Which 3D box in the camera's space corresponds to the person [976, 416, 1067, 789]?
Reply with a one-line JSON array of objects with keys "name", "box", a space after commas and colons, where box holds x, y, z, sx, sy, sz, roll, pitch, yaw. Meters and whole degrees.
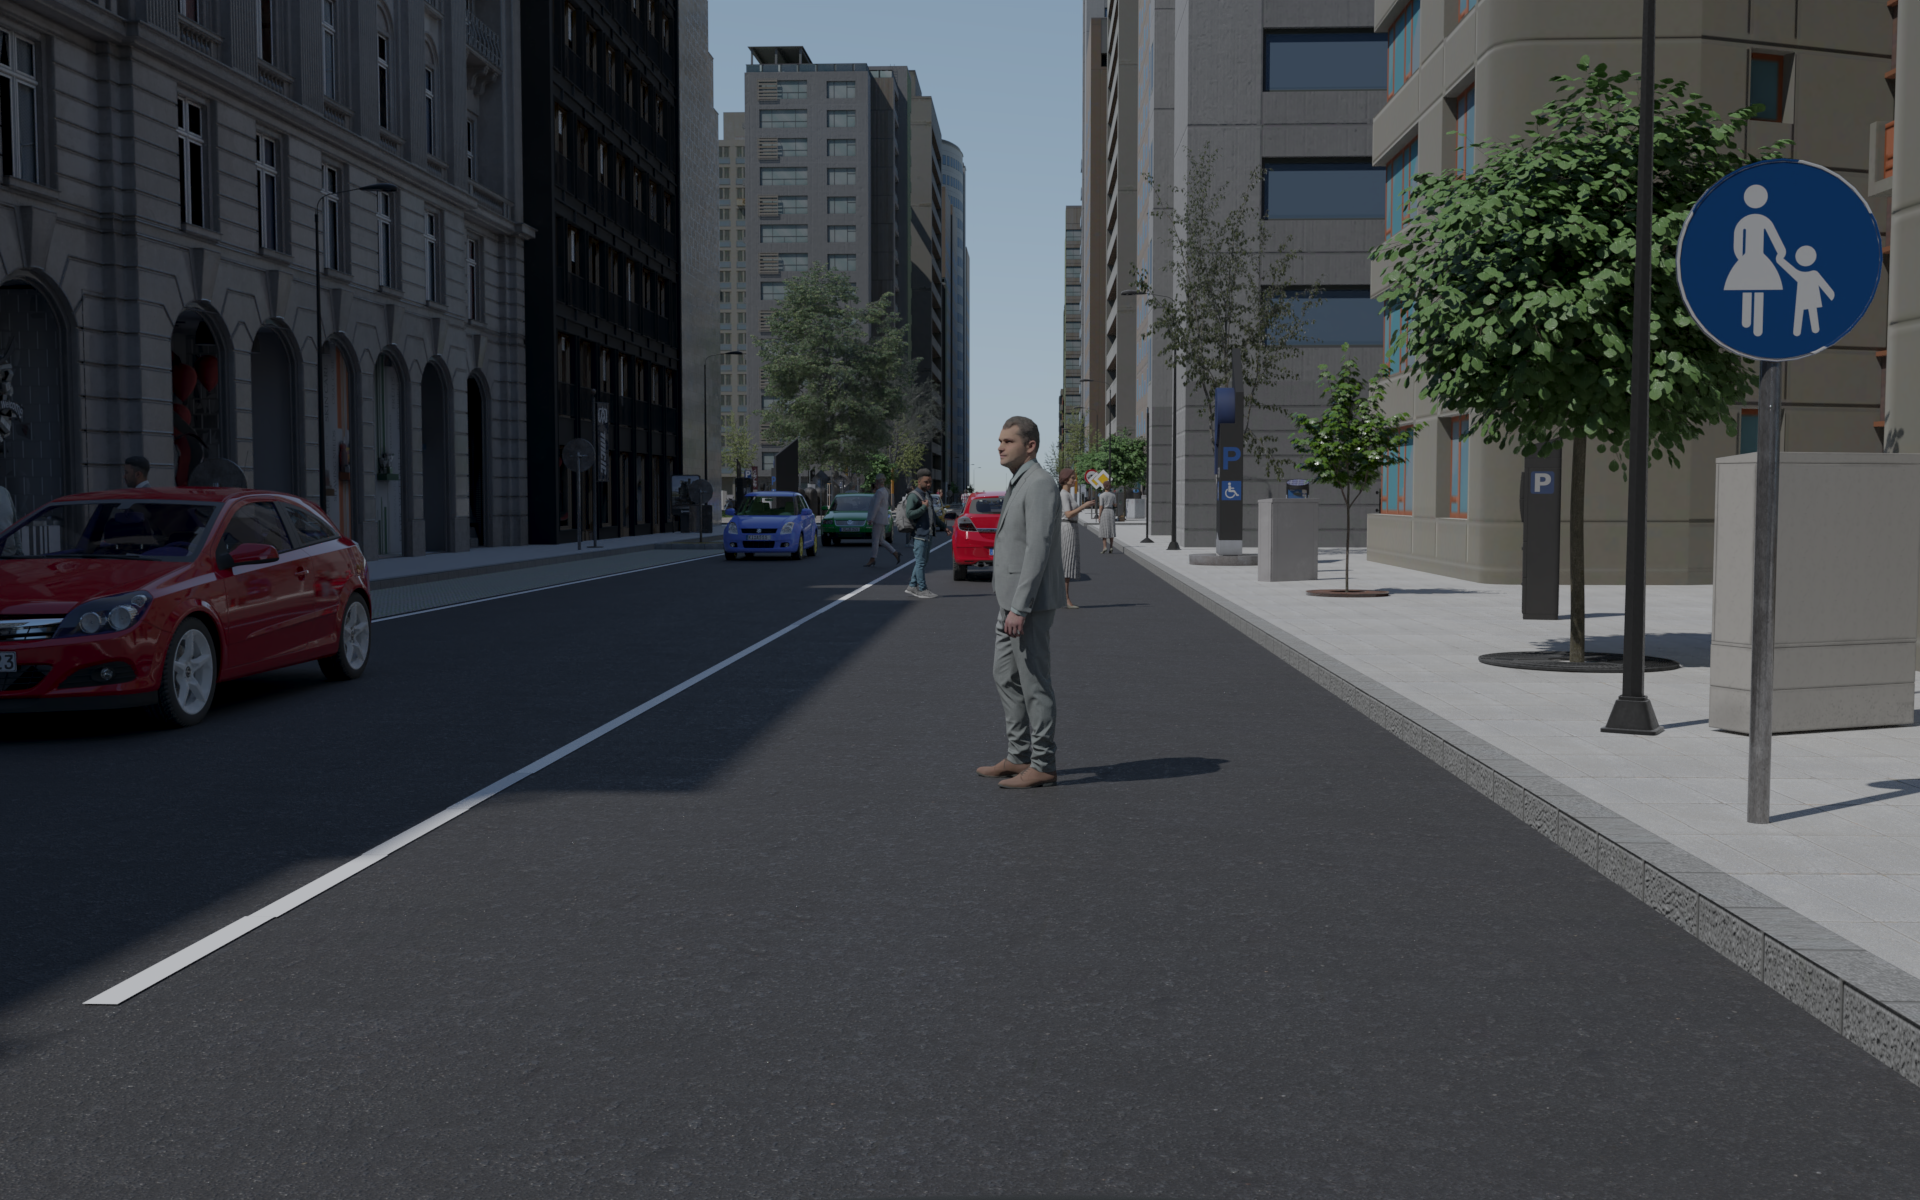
[{"name": "person", "box": [0.330, 0.005, 8.511, 0.391, 1.810, 0.635, -1, 4, -11]}]

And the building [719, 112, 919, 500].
[{"name": "building", "box": [-19.772, -29.884, 180.477, 32.217, 40.220, 23.993, 0, 4, 2]}]

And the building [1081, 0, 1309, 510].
[{"name": "building", "box": [23.316, -39.155, 182.175, 21.231, 58.520, 28.212, 0, 4, 2]}]

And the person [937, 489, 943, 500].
[{"name": "person", "box": [-1.703, -8.475, 147.042, 0.580, 1.828, 0.573, 1, 4, 16]}]

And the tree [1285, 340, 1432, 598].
[{"name": "tree", "box": [4.867, -1.675, 21.982, 1.663, 3.219, 1.824, 0, 3, 0]}]

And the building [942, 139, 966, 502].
[{"name": "building", "box": [-10.106, -45.253, 281.879, 21.231, 58.520, 28.212, 0, 4, 2]}]

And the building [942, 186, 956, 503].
[{"name": "building", "box": [-8.580, -36.399, 245.240, 14.600, 45.320, 14.200, 0, 4, 2]}]

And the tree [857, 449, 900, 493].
[{"name": "tree", "box": [-5.854, -8.191, 117.633, 4.285, 4.588, 4.351, 0, 3, 0]}]

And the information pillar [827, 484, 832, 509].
[{"name": "information pillar", "box": [-9.042, -7.111, 120.760, 0.304, 2.012, 0.304, -2, 4, -34]}]

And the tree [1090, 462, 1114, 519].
[{"name": "tree", "box": [7.421, -5.803, 89.473, 1.663, 3.219, 1.824, 0, 3, 0]}]

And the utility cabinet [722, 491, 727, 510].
[{"name": "utility cabinet", "box": [-15.346, -6.332, 112.202, 0.318, 1.500, 1.173, -1, 4, -19]}]

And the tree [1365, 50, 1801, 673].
[{"name": "tree", "box": [4.753, -1.789, 12.967, 4.285, 4.588, 4.351, 0, 3, 0]}]

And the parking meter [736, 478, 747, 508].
[{"name": "parking meter", "box": [-7.869, -3.470, 62.453, 0.255, 1.863, 0.399, 1, 4, 17]}]

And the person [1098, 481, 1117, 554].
[{"name": "person", "box": [3.536, -2.002, 41.796, 0.480, 1.755, 0.524, -1, 4, -22]}]

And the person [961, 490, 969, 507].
[{"name": "person", "box": [0.360, -6.204, 110.771, 0.563, 1.720, 0.643, 0, 4, 7]}]

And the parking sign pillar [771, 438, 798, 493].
[{"name": "parking sign pillar", "box": [-8.414, -5.793, 83.195, 1.447, 3.967, 1.447, -3, 5, -40]}]

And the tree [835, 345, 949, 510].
[{"name": "tree", "box": [-5.479, -13.976, 138.880, 12.009, 13.543, 11.850, 0, 3, 0]}]

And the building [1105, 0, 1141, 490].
[{"name": "building", "box": [22.850, -31.514, 138.962, 21.300, 48.544, 21.600, 0, 4, 2]}]

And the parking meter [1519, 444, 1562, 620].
[{"name": "parking meter", "box": [5.924, -0.734, 17.704, 0.399, 1.863, 0.255, 1, 4, 17]}]

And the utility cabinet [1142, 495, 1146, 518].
[{"name": "utility cabinet", "box": [10.372, -5.064, 93.963, 1.020, 1.237, 0.306, 0, 4, -6]}]

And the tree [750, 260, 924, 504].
[{"name": "tree", "box": [-6.765, -11.464, 94.097, 9.857, 13.997, 8.962, 0, 3, 0]}]

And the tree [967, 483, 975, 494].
[{"name": "tree", "box": [1.740, -17.986, 288.664, 1.663, 3.219, 1.824, 0, 3, 0]}]

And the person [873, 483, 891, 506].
[{"name": "person", "box": [-2.556, -2.885, 55.851, 0.592, 1.802, 0.473, 3, 5, 44]}]

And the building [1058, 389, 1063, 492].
[{"name": "building", "box": [30.956, -27.691, 297.788, 27.650, 21.520, 28.899, 0, 4, 2]}]

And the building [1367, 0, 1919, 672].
[{"name": "building", "box": [21.022, -10.562, 17.724, 27.650, 21.520, 28.899, 0, 4, 2]}]

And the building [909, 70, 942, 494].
[{"name": "building", "box": [-13.327, -35.414, 202.718, 21.300, 48.544, 21.600, 0, 4, 2]}]

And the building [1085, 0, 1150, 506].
[{"name": "building", "box": [18.776, -31.245, 160.967, 14.600, 45.320, 14.200, 0, 4, 2]}]

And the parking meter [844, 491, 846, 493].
[{"name": "parking meter", "box": [-8.206, -7.140, 125.143, 0.372, 1.533, 0.369, 0, 3, 0]}]

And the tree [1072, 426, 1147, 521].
[{"name": "tree", "box": [7.968, -6.133, 83.983, 4.285, 4.588, 4.351, 0, 3, 0]}]

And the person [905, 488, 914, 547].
[{"name": "person", "box": [-1.378, -2.244, 46.997, 0.330, 1.601, 0.589, 0, 4, 7]}]

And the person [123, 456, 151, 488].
[{"name": "person", "box": [-7.677, -0.465, 16.369, 0.850, 1.792, 0.678, -2, 4, -27]}]

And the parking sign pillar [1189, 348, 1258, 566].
[{"name": "parking sign pillar", "box": [4.899, -2.629, 31.453, 1.447, 3.967, 1.447, 0, 4, 6]}]

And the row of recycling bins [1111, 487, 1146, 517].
[{"name": "row of recycling bins", "box": [11.277, -6.121, 107.190, 3.534, 1.692, 1.069, 0, 4, 3]}]

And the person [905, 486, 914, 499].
[{"name": "person", "box": [-2.541, -4.949, 89.264, 0.661, 1.843, 0.795, -2, 4, -31]}]

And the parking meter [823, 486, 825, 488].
[{"name": "parking meter", "box": [-8.879, -6.467, 111.439, 0.399, 1.863, 0.255, 0, 4, 2]}]

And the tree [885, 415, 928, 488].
[{"name": "tree", "box": [-4.611, -12.318, 151.753, 4.737, 8.622, 4.395, 0, 3, 0]}]

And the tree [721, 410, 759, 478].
[{"name": "tree", "box": [-19.258, -12.250, 150.646, 4.737, 8.622, 4.395, 0, 3, 0]}]

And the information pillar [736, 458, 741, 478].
[{"name": "information pillar", "box": [-14.544, -7.493, 113.860, 0.183, 3.616, 0.504, 1, 4, 21]}]

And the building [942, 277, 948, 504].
[{"name": "building", "box": [-8.973, -27.550, 222.143, 14.160, 30.474, 14.107, 0, 4, 2]}]

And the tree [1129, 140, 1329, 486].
[{"name": "tree", "box": [5.497, -5.248, 36.170, 4.360, 8.622, 3.978, 0, 3, 0]}]

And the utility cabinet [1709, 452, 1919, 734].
[{"name": "utility cabinet", "box": [4.649, -0.046, 9.425, 1.173, 1.500, 0.318, -1, 4, -21]}]

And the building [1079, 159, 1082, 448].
[{"name": "building", "box": [25.978, -36.211, 211.655, 23.786, 49.044, 30.456, 0, 4, 2]}]

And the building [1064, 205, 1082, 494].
[{"name": "building", "box": [21.923, -34.446, 246.788, 14.154, 41.232, 14.086, 0, 4, 2]}]

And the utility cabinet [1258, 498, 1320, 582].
[{"name": "utility cabinet", "box": [4.853, -0.884, 25.623, 1.020, 1.237, 0.306, -3, 4, -37]}]

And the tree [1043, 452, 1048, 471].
[{"name": "tree", "box": [13.500, -17.569, 237.614, 4.737, 8.622, 4.395, 0, 3, 0]}]

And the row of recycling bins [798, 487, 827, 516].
[{"name": "row of recycling bins", "box": [-9.158, -5.780, 101.615, 1.069, 1.692, 3.534, 3, 5, 42]}]

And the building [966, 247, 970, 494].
[{"name": "building", "box": [-5.455, -39.948, 303.266, 14.600, 45.320, 14.200, 0, 4, 2]}]

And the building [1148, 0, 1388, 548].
[{"name": "building", "box": [16.477, -31.273, 53.315, 21.231, 58.520, 28.212, 0, 4, 2]}]

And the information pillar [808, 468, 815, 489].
[{"name": "information pillar", "box": [-12.494, -9.508, 146.815, 0.504, 3.616, 0.183, -2, 4, -25]}]

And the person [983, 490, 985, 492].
[{"name": "person", "box": [2.449, -10.447, 179.322, 0.705, 1.822, 1.348, 2, 4, 29]}]

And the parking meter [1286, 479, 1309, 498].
[{"name": "parking meter", "box": [5.548, -1.228, 28.486, 0.372, 1.533, 0.369, 0, 3, 0]}]

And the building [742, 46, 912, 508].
[{"name": "building", "box": [-11.984, -29.193, 160.908, 14.154, 41.232, 14.086, 0, 4, 2]}]

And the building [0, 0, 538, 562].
[{"name": "building", "box": [-17.142, -11.592, 31.327, 13.314, 21.916, 24.055, 0, 4, 2]}]

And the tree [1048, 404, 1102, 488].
[{"name": "tree", "box": [9.837, -11.671, 141.177, 4.737, 8.622, 4.395, 0, 3, 0]}]

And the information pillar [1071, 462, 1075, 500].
[{"name": "information pillar", "box": [8.159, -8.189, 125.251, 0.183, 3.616, 0.504, -2, 4, -24]}]

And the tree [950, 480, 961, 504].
[{"name": "tree", "box": [-0.935, -14.463, 231.064, 1.663, 3.219, 1.824, 0, 3, 0]}]

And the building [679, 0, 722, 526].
[{"name": "building", "box": [-18.277, -12.845, 64.760, 16.860, 20.320, 10.420, 0, 4, 2]}]

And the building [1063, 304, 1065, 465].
[{"name": "building", "box": [22.585, -30.008, 262.323, 14.160, 30.474, 14.107, 0, 4, 2]}]

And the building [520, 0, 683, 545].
[{"name": "building", "box": [-15.975, -13.546, 51.158, 12.332, 23.373, 15.834, 0, 4, 2]}]

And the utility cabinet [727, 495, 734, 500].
[{"name": "utility cabinet", "box": [-17.032, -7.053, 126.476, 1.020, 1.237, 0.306, -1, 4, -10]}]
